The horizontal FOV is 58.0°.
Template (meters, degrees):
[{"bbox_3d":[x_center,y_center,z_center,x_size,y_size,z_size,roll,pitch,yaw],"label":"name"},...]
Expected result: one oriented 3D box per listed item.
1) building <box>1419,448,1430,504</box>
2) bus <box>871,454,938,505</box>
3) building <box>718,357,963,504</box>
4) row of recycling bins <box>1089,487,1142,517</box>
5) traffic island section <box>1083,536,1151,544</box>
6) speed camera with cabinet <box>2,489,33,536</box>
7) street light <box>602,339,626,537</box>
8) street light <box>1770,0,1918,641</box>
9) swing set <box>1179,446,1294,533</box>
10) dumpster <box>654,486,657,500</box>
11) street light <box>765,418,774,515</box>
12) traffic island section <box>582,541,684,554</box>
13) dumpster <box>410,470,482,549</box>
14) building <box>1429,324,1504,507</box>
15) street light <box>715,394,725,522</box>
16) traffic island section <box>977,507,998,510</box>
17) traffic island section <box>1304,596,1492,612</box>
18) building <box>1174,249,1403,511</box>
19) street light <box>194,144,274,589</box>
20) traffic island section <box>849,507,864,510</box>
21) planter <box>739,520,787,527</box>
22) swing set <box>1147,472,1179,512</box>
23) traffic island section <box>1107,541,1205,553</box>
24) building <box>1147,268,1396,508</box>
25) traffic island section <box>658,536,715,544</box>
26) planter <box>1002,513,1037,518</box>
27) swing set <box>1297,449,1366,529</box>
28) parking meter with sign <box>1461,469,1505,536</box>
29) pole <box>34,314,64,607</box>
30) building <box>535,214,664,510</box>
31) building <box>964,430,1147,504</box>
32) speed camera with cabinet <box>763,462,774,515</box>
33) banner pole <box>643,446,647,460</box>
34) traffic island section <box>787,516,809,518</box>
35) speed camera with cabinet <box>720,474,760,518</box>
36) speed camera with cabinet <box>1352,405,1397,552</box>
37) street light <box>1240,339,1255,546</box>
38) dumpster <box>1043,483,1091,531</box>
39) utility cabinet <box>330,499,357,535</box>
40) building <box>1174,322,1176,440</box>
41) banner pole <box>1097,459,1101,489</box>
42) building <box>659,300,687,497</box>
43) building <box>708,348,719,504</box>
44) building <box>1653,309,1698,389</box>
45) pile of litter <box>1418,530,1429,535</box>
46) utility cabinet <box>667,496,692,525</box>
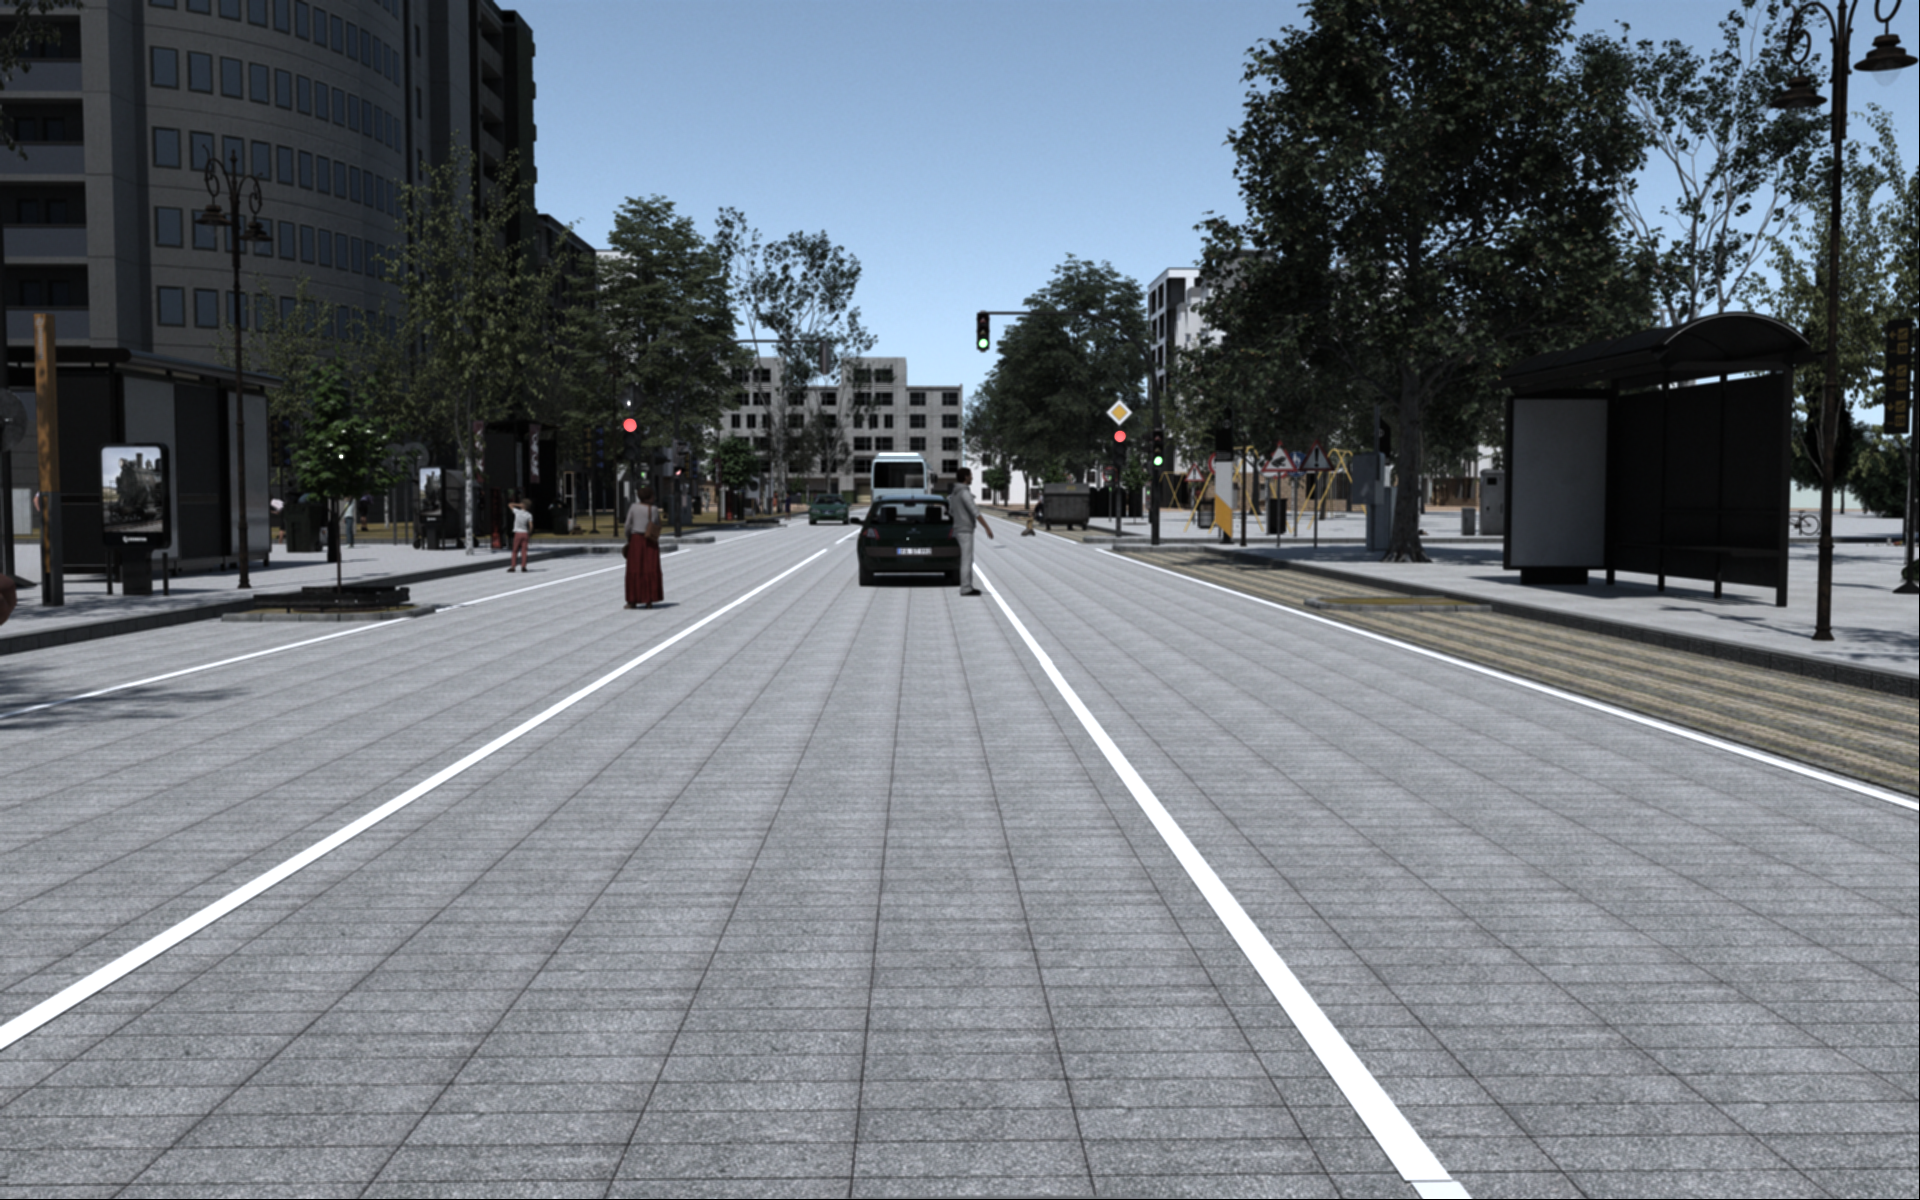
[{"bbox_3d":[45.492,-22.470,233.847,31.486,18.905,16.747,0,4,-1],"label":"building"},{"bbox_3d":[-2.718,-5.555,85.684,2.948,3.499,13.247,0,4,1],"label":"bus"},{"bbox_3d":[-15.604,-22.369,232.196,31.486,18.905,16.747,0,4,-1],"label":"building"},{"bbox_3d":[8.530,-5.463,96.433,3.534,1.692,1.069,2,4,32],"label":"row of recycling bins"},{"bbox_3d":[4.730,-1.785,51.460,2.009,0.180,2.903,0,4,-1],"label":"traffic island section"},{"bbox_3d":[-29.657,-3.593,53.084,2.038,3.252,0.660,-2,4,-34],"label":"speed camera with cabinet"},{"bbox_3d":[-10.317,-4.830,51.760,0.468,5.910,1.993,0,4,-1],"label":"street light"},{"bbox_3d":[7.586,-2.585,15.045,0.468,5.910,1.993,0,4,-1],"label":"street light"},{"bbox_3d":[9.261,-3.698,58.088,2.862,2.851,3.119,-1,4,-9],"label":"swing set"},{"bbox_3d":[-15.499,-4.954,83.487,1.502,2.255,1.985,0,4,-1],"label":"dumpster"},{"bbox_3d":[-11.610,-8.124,105.611,0.468,5.910,1.993,0,4,-1],"label":"street light"},{"bbox_3d":[-8.163,-1.278,43.181,2.009,0.180,2.903,0,4,-1],"label":"traffic island section"},{"bbox_3d":[-12.179,-2.157,41.021,1.264,1.857,1.865,0,4,-1],"label":"dumpster"},{"bbox_3d":[57.366,-19.923,182.155,11.380,20.091,16.016,0,4,-1],"label":"building"},{"bbox_3d":[-10.971,-6.477,78.682,0.468,5.910,1.993,0,4,-1],"label":"street light"},{"bbox_3d":[2.366,-8.008,153.796,1.991,0.108,1.994,0,4,-1],"label":"traffic island section"},{"bbox_3d":[5.412,0.062,21.854,1.991,0.108,1.994,0,4,-1],"label":"traffic island section"},{"bbox_3d":[26.412,-17.331,139.787,16.016,20.091,11.380,0,4,-1],"label":"building"},{"bbox_3d":[-9.736,-3.095,23.387,0.468,5.910,1.993,0,4,-1],"label":"street light"},{"bbox_3d":[-11.000,-9.616,180.087,1.991,0.108,1.994,0,4,-1],"label":"traffic island section"},{"bbox_3d":[-8.595,-3.346,75.845,1.991,0.319,1.994,0,4,-1],"label":"planter"},{"bbox_3d":[15.497,-7.763,124.549,2.862,2.851,3.119,3,4,38],"label":"swing set"},{"bbox_3d":[4.915,-1.296,43.477,2.009,0.180,2.903,0,4,-1],"label":"traffic island section"},{"bbox_3d":[32.322,-20.137,173.216,27.936,21.610,32.646,0,4,-1],"label":"building"},{"bbox_3d":[-8.348,-1.767,51.164,2.009,0.180,2.903,0,4,-1],"label":"traffic island section"},{"bbox_3d":[3.524,-5.016,103.148,1.991,0.319,1.994,0,4,-1],"label":"planter"},{"bbox_3d":[13.439,-3.892,61.248,2.862,2.851,3.119,1,4,22],"label":"swing set"},{"bbox_3d":[16.392,-3.493,53.372,1.738,3.016,0.543,0,4,3],"label":"parking meter with sign"},{"bbox_3d":[-10.373,-1.582,19.714,0.158,3.312,0.155,0,3,0],"label":"pole"},{"bbox_3d":[-40.886,-18.268,142.657,27.936,21.610,32.646,0,4,-1],"label":"building"},{"bbox_3d":[14.605,-17.575,229.491,28.070,9.664,9.099,0,4,-1],"label":"building"},{"bbox_3d":[-11.958,-6.953,108.018,0.660,3.252,2.038,-1,4,-10],"label":"speed camera with cabinet"},{"bbox_3d":[-15.754,-5.957,87.415,0.401,3.779,0.863,3,5,40],"label":"banner pole"},{"bbox_3d":[-9.230,-4.918,103.270,1.991,0.108,1.994,0,4,-1],"label":"traffic island section"},{"bbox_3d":[-11.823,-6.038,93.052,2.038,3.252,0.660,-1,4,-23],"label":"speed camera with cabinet"},{"bbox_3d":[9.461,-2.746,39.236,0.660,3.252,2.038,2,4,31],"label":"speed camera with cabinet"},{"bbox_3d":[6.959,-4.254,42.341,0.468,5.910,1.993,0,4,-1],"label":"street light"},{"bbox_3d":[4.148,-3.636,67.669,1.865,1.857,1.264,0,4,0],"label":"dumpster"},{"bbox_3d":[-19.222,-2.728,53.279,1.173,1.500,0.318,-3,4,-37],"label":"utility cabinet"},{"bbox_3d":[27.035,-18.027,151.163,16.016,20.091,11.380,0,4,-1],"label":"building"},{"bbox_3d":[8.463,-7.065,105.536,0.401,3.779,0.863,2,4,25],"label":"banner pole"},{"bbox_3d":[-35.170,-18.888,165.237,16.016,20.091,11.380,0,4,-1],"label":"building"},{"bbox_3d":[-37.353,-22.917,231.119,11.380,20.091,16.016,0,4,-1],"label":"building"},{"bbox_3d":[68.917,-19.982,183.118,11.380,20.091,16.016,0,4,-1],"label":"building"},{"bbox_3d":[13.887,-2.473,54.406,1.176,0.858,1.719,-2,4,-33],"label":"pile of litter"},{"bbox_3d":[-11.782,-3.775,72.885,1.020,1.237,0.306,-3,5,-39],"label":"utility cabinet"}]
